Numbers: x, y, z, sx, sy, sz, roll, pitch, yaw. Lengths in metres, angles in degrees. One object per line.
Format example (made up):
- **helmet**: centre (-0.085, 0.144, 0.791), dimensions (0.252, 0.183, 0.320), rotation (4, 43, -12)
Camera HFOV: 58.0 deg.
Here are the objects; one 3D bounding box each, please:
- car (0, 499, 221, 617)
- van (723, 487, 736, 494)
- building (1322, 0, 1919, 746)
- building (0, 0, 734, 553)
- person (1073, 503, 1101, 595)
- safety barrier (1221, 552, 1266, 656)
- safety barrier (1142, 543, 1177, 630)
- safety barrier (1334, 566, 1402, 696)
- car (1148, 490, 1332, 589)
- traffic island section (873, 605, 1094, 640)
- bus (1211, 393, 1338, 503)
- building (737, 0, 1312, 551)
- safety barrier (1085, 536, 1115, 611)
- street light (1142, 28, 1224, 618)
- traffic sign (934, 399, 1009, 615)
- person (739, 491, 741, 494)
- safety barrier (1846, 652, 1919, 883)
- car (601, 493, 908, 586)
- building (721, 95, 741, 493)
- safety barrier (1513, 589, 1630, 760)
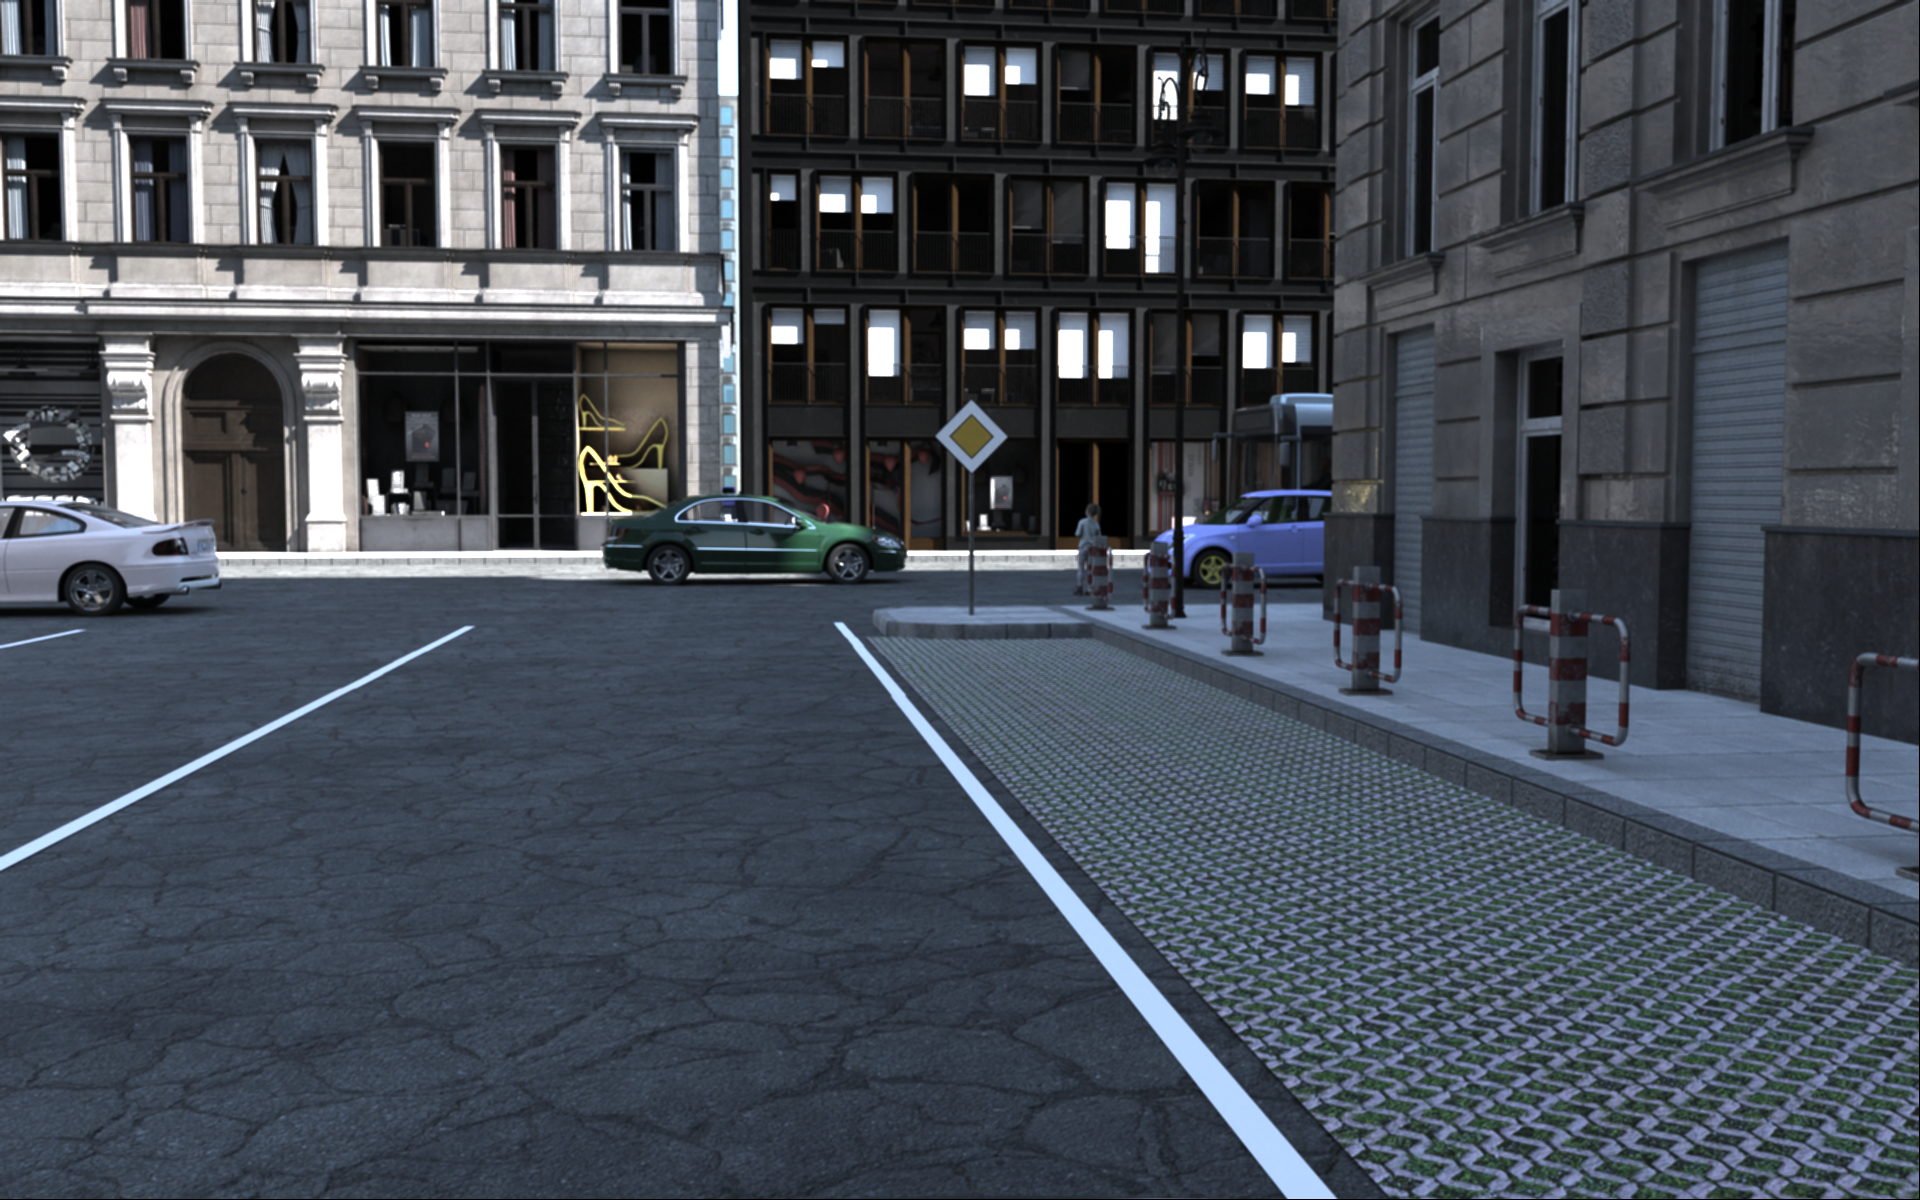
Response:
- **car**: centre (-11.550, -0.526, 20.958), dimensions (4.827, 1.381, 2.083), rotation (0, 4, -6)
- **van**: centre (-19.892, -8.688, 146.433), dimensions (2.240, 2.365, 5.245), rotation (-1, 4, -8)
- **building**: centre (10.883, -12.744, 5.632), dimensions (12.463, 27.353, 25.104), rotation (0, 4, -7)
- **building**: centre (-25.488, -11.556, 39.844), dimensions (40.483, 20.767, 10.553), rotation (0, 4, -7)
- **person**: centre (1.779, -0.717, 24.506), dimensions (0.425, 1.301, 0.394), rotation (-3, 5, -44)
- **safety barrier**: centre (2.251, 0.030, 13.785), dimensions (0.300, 0.817, 1.120), rotation (0, 4, -7)
- **safety barrier**: centre (1.894, -0.134, 16.461), dimensions (0.300, 0.817, 1.120), rotation (0, 4, -7)
- **safety barrier**: centre (2.604, 0.194, 11.098), dimensions (0.300, 0.817, 1.120), rotation (0, 4, -7)
- **car**: centre (4.781, -1.062, 26.961), dimensions (3.694, 1.707, 1.945), rotation (-1, 4, -8)
- **traffic island section**: centre (0.140, 0.237, 18.398), dimensions (2.009, 0.180, 2.903), rotation (0, 4, -7)
- **bus**: centre (10.674, -2.231, 31.334), dimensions (13.247, 3.499, 2.948), rotation (-1, 4, -9)
- **building**: centre (2.274, -13.146, 44.611), dimensions (15.834, 23.373, 12.332), rotation (0, 4, -7)
- **safety barrier**: centre (1.547, -0.297, 19.137), dimensions (0.300, 0.817, 1.120), rotation (0, 4, -7)
- **street light**: centre (2.266, -2.755, 17.825), dimensions (0.468, 5.910, 1.993), rotation (0, 4, -7)
- **traffic sign**: centre (0.118, -0.898, 18.318), dimensions (0.795, 2.450, 0.064), rotation (0, 4, -7)
- **person**: centre (-16.492, -7.369, 130.445), dimensions (0.593, 1.643, 0.415), rotation (2, 4, 26)
- **safety barrier**: centre (3.310, 0.522, 5.744), dimensions (0.300, 0.817, 1.120), rotation (0, 4, -7)
- **car**: centre (-3.305, -0.994, 28.056), dimensions (4.920, 1.459, 2.131), rotation (0, 4, -7)
- **building**: centre (-15.794, -36.014, 208.435), dimensions (30.456, 49.044, 23.786), rotation (0, 4, -7)
- **safety barrier**: centre (2.956, 0.358, 8.419), dimensions (0.300, 0.817, 1.120), rotation (0, 4, -7)
